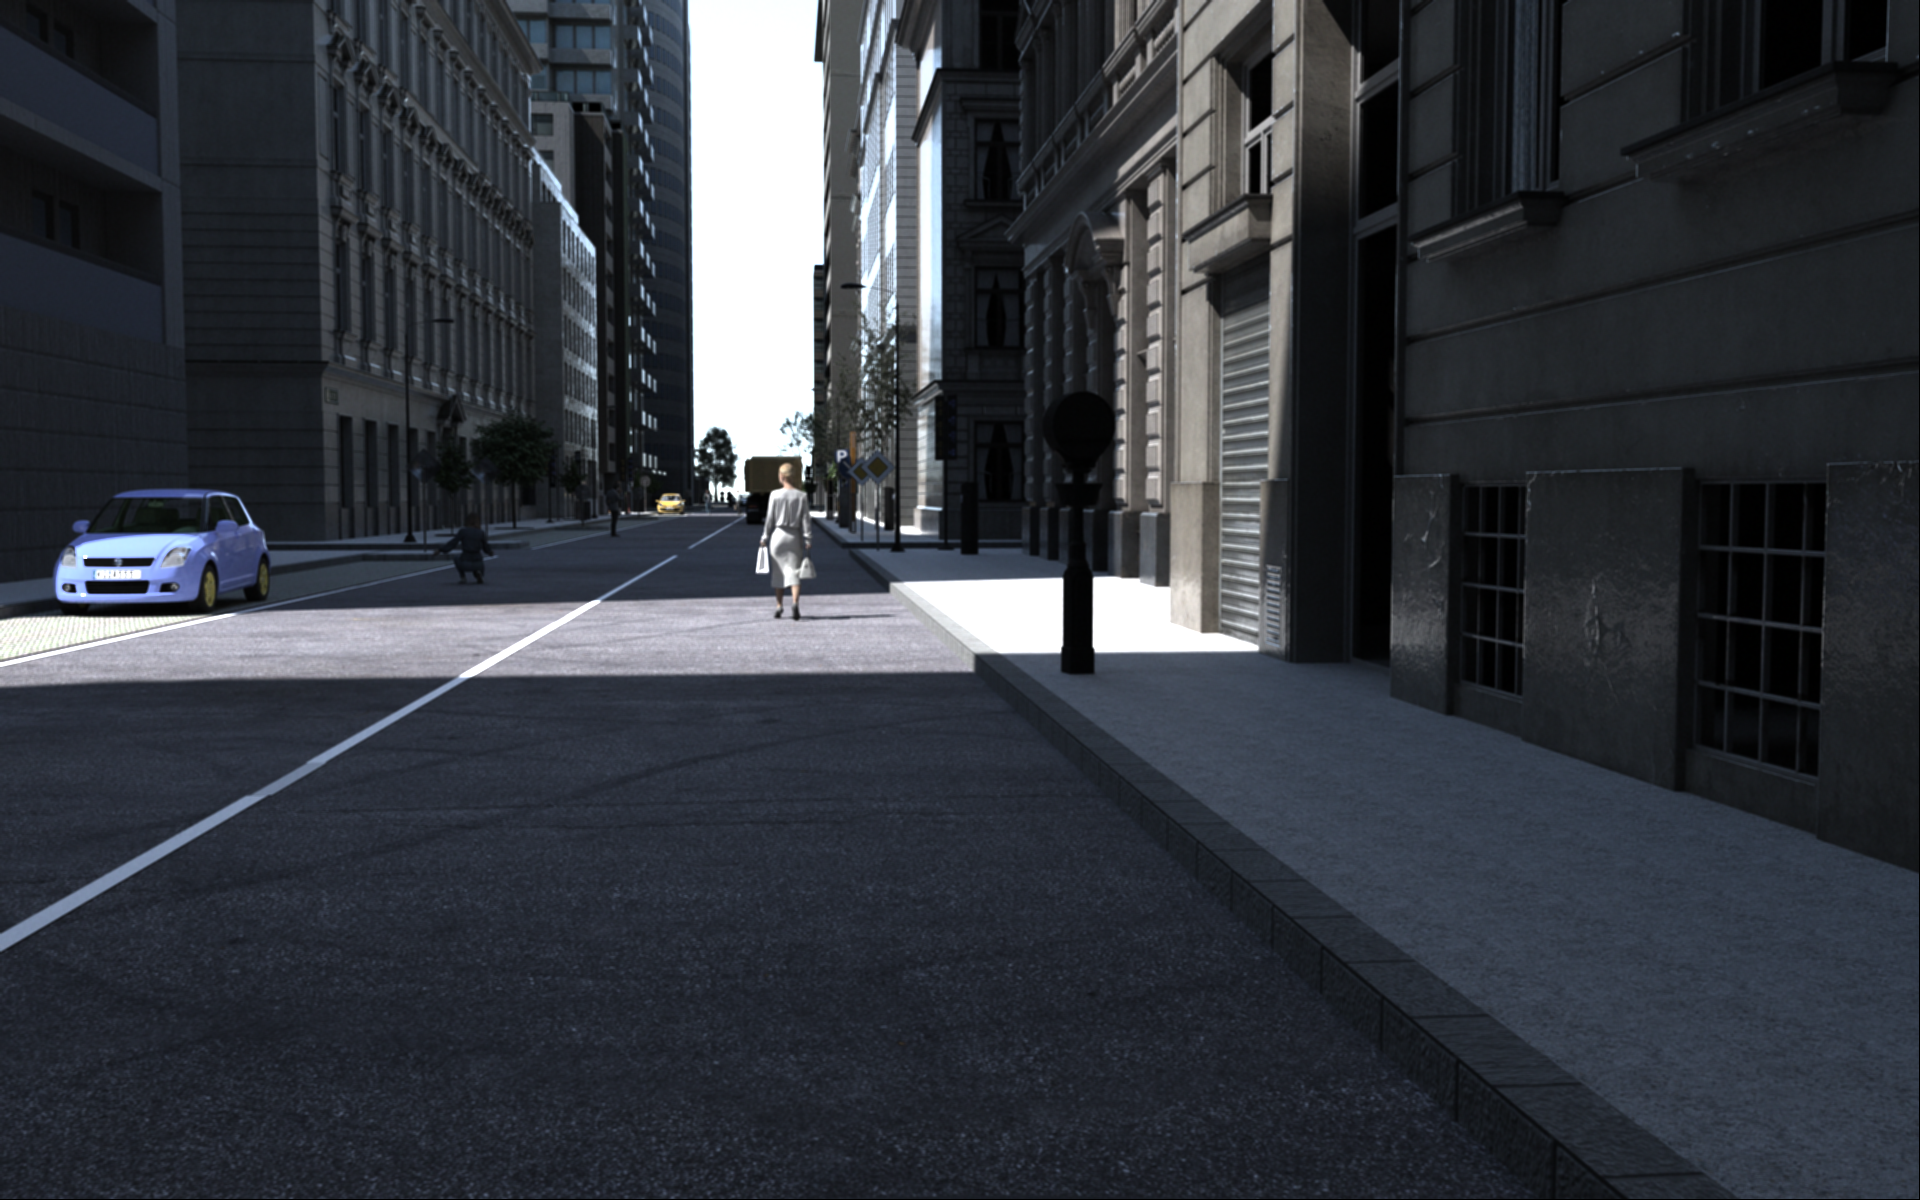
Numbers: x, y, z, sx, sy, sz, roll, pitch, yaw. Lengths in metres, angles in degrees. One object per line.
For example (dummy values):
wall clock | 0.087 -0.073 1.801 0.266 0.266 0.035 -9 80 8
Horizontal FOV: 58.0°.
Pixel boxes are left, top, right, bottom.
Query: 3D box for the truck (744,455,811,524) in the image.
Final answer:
truck | -9.150 -5.497 85.800 3.469 3.379 9.791 0 4 -4

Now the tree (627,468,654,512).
tree | -23.459 -8.059 126.358 1.663 3.219 1.824 0 3 0

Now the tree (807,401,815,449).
tree | -9.098 -10.759 126.274 4.360 8.622 3.978 0 3 0

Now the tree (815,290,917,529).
tree | -3.062 -6.888 62.986 4.360 8.622 3.978 0 3 0

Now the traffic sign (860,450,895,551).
traffic sign | -1.861 -2.173 39.174 0.795 2.450 0.064 0 4 -6

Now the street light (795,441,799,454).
street light | -13.493 -10.968 151.869 1.470 5.913 1.316 0 4 -6

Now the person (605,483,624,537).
person | -11.653 -3.044 58.450 0.473 1.802 0.592 -3 5 -39

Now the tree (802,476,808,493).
tree | -14.086 -10.389 164.461 1.663 3.219 1.824 0 3 0

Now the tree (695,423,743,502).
tree | -39.293 -22.126 278.767 9.611 12.733 9.660 0 3 0

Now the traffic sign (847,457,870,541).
traffic sign | -2.671 -2.659 47.118 0.795 2.450 0.064 0 4 -6

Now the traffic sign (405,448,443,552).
traffic sign | -11.806 -2.113 38.185 0.795 2.450 0.064 0 4 -6

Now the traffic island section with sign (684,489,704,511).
traffic island section with sign | -22.798 -8.386 145.735 1.989 1.847 2.006 0 4 -6

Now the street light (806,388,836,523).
street light | -5.878 -6.331 76.058 1.470 5.913 1.316 0 4 -6

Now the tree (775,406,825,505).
tree | -18.212 -17.147 206.112 9.928 11.665 9.643 0 3 0

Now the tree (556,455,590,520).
tree | -19.119 -5.586 85.937 1.663 3.219 1.824 0 3 0

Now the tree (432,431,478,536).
tree | -15.391 -3.564 52.875 1.663 3.219 1.824 0 3 0

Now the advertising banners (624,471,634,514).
advertising banners | -21.508 -7.121 112.617 0.090 3.025 2.074 -2 4 -26

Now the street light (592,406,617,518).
street light | -18.700 -7.246 91.021 1.470 5.913 1.316 0 4 -6

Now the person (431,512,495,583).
person | -7.980 -0.849 27.879 1.012 1.151 0.738 -1 4 -21

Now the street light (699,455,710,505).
street light | -30.223 -14.198 204.685 1.470 5.913 1.316 0 4 -6

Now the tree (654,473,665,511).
tree | -23.471 -8.383 131.657 1.663 3.219 1.824 0 3 0

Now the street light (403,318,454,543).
street light | -14.045 -4.481 45.802 1.470 5.913 1.316 0 4 -6

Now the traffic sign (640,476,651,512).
traffic sign | -21.901 -7.365 120.520 0.768 2.556 0.104 0 4 1

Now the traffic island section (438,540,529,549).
traffic island section | -12.639 -1.462 46.189 2.009 0.180 2.903 0 4 -6

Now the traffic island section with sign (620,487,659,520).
traffic island section with sign | -17.679 -5.317 95.554 1.989 1.847 2.006 0 4 -6

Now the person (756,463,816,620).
person | -1.999 -0.667 19.758 0.694 1.780 0.624 0 4 1

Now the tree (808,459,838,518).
tree | -6.978 -6.138 94.964 1.663 3.219 1.824 0 3 0

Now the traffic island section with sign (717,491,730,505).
traffic island section with sign | -31.071 -13.353 226.944 1.989 1.847 2.006 0 4 -6

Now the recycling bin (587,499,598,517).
recycling bin | -20.744 -5.170 97.081 0.722 1.027 0.722 -3 4 -38

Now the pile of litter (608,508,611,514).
pile of litter | -23.758 -6.232 115.859 1.176 0.858 1.719 0 4 -7

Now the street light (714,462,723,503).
street light | -34.892 -16.964 249.902 1.470 5.913 1.316 0 4 -6

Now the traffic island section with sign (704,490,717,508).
traffic island section with sign | -25.523 -10.026 172.552 1.989 1.847 2.006 0 4 -6

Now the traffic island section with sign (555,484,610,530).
traffic island section with sign | -14.949 -3.676 68.737 1.989 1.847 2.006 0 4 -6

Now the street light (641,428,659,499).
street light | -21.880 -9.139 121.958 1.470 5.913 1.316 0 4 -6

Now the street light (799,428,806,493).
street light | -10.307 -9.098 121.299 1.470 5.913 1.316 0 4 -6

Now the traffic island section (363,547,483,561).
traffic island section | -11.829 -0.976 38.245 2.009 0.180 2.903 0 4 -6

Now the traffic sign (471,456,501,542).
traffic sign | -12.616 -2.599 46.129 0.795 2.450 0.064 0 4 -6

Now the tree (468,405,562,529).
tree | -16.413 -4.910 63.993 4.285 4.588 4.351 0 3 0

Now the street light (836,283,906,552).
street light | -1.926 -4.023 38.323 1.470 5.913 1.316 0 4 -6

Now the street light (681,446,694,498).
street light | -26.391 -11.918 167.407 1.470 5.913 1.316 0 4 -6

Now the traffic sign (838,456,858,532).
traffic sign | -3.712 -3.560 58.311 0.768 2.556 0.104 0 4 -1
